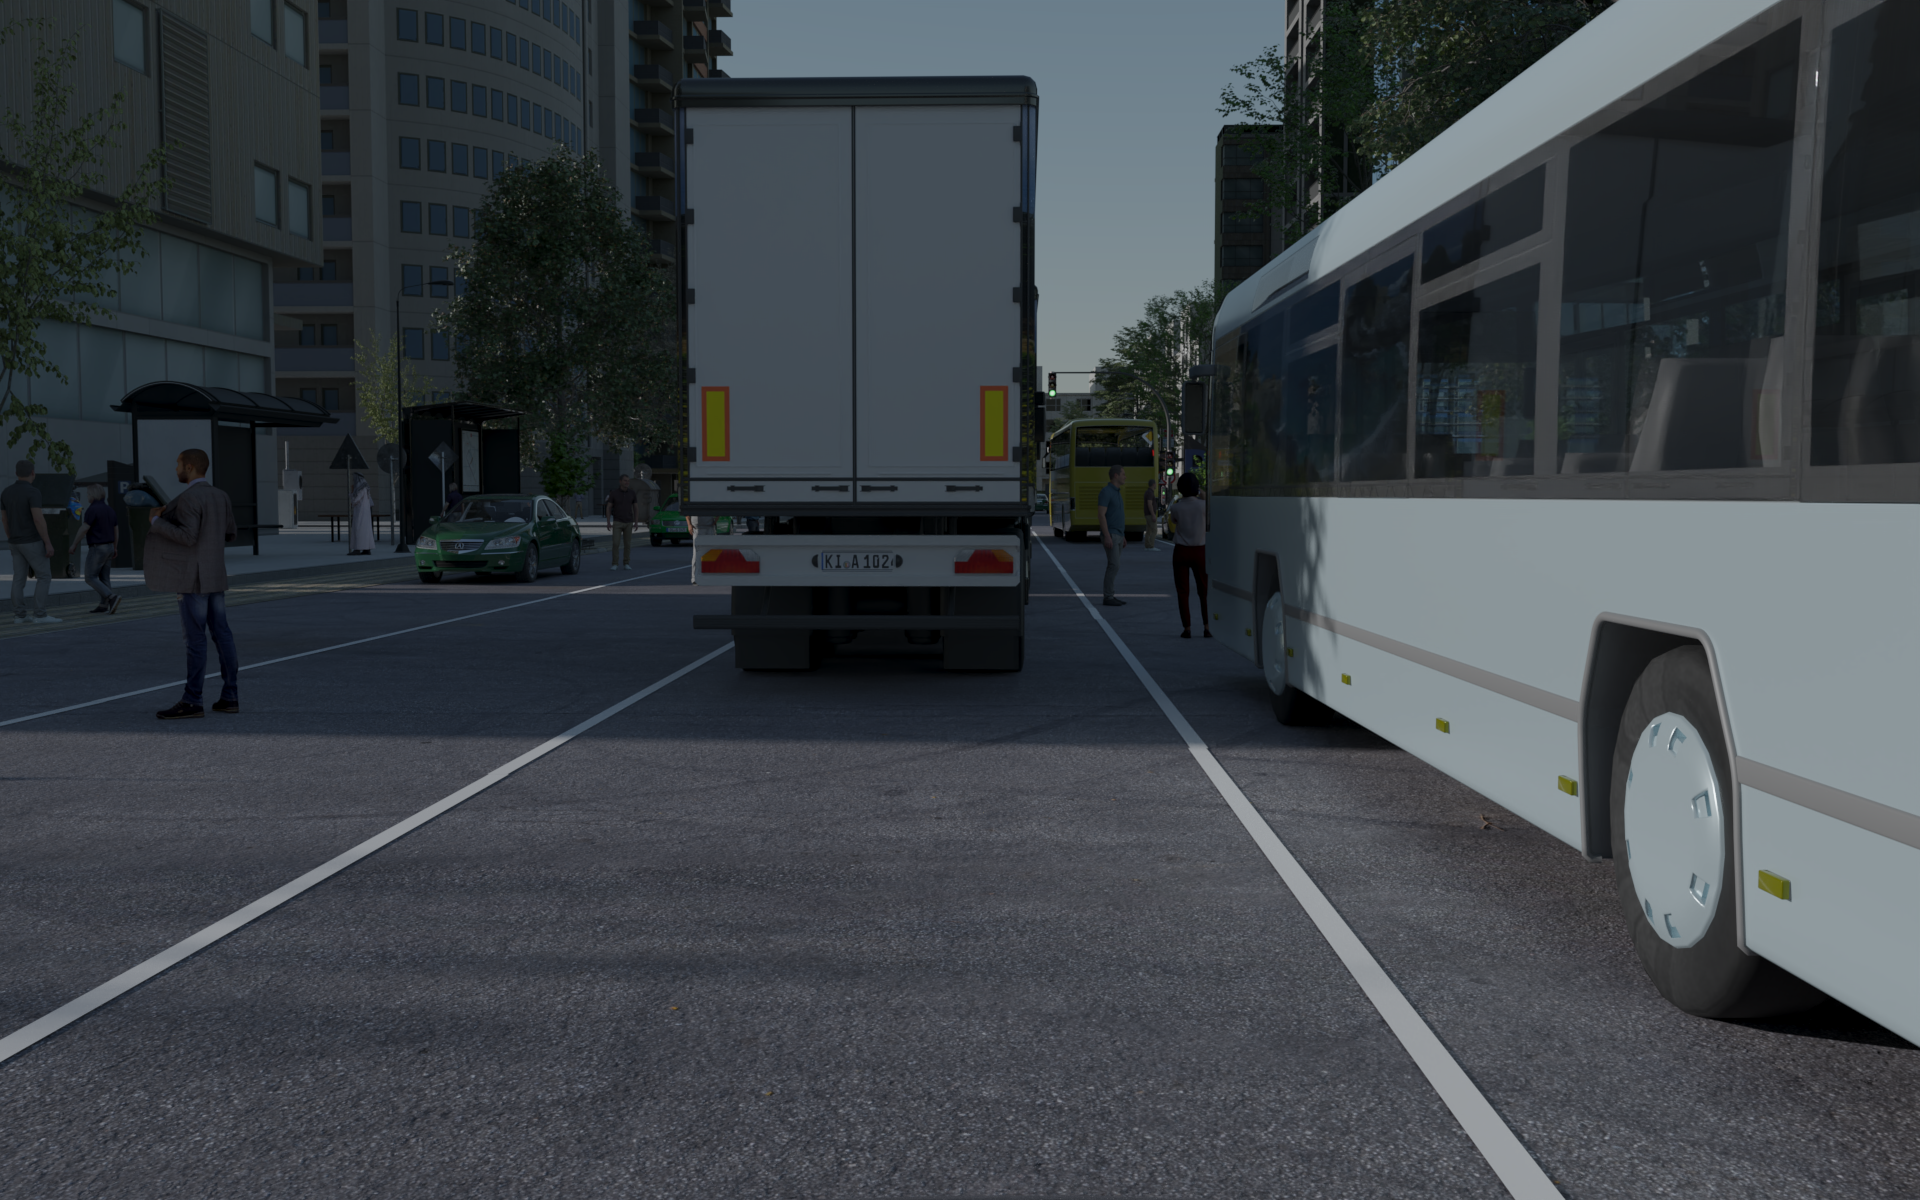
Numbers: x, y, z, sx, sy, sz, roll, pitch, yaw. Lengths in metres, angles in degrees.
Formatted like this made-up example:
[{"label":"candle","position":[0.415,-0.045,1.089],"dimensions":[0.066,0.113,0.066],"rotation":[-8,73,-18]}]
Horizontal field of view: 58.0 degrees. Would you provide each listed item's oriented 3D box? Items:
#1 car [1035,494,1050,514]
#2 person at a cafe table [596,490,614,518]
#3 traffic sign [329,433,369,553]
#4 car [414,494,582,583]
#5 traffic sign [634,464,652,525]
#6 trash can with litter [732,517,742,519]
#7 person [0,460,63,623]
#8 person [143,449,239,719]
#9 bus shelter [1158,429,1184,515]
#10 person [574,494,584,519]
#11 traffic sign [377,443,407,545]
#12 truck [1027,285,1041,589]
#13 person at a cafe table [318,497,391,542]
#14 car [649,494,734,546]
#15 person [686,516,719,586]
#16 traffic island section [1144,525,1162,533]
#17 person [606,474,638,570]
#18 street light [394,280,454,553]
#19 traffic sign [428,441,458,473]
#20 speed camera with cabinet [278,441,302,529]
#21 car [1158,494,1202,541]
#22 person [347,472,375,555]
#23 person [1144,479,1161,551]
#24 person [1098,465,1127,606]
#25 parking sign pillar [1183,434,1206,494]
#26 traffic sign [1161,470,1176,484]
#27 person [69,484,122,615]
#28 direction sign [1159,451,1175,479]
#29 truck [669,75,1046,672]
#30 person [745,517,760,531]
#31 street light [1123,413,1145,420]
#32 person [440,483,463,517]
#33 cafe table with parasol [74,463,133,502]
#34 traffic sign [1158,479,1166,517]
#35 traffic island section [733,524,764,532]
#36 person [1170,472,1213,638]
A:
[{"label":"car","position":[5.645,-6.987,126.037],"dimensions":[2.131,1.459,4.920],"rotation":[0,4,3]},{"label":"person at a cafe table","position":[-18.851,-5.229,94.003],"dimensions":[1.698,1.524,1.622],"rotation":[-1,4,-23]},{"label":"traffic sign","position":[-13.048,-2.262,36.989],"dimensions":[0.884,2.594,0.081],"rotation":[0,4,5]},{"label":"car","position":[-7.766,-1.081,29.476],"dimensions":[2.131,1.459,4.920],"rotation":[0,4,2]},{"label":"traffic sign","position":[-13.234,-4.412,72.242],"dimensions":[0.768,2.556,0.104],"rotation":[0,4,3]},{"label":"trash can with litter","position":[-11.700,-4.691,87.761],"dimensions":[2.233,1.210,1.678],"rotation":[2,4,30]},{"label":"person","position":[-10.289,-0.645,19.177],"dimensions":[0.598,1.807,0.434],"rotation":[2,4,30]},{"label":"person","position":[-4.962,-0.114,11.188],"dimensions":[0.431,1.722,0.655],"rotation":[1,4,12]},{"label":"bus shelter","position":[12.029,-7.734,104.082],"dimensions":[2.179,5.291,8.768],"rotation":[0,4,1]},{"label":"person","position":[-19.603,-4.951,89.055],"dimensions":[0.516,1.574,0.319],"rotation":[1,4,9]},{"label":"traffic sign","position":[-14.163,-2.633,43.162],"dimensions":[0.768,2.556,0.104],"rotation":[0,4,5]},{"label":"truck","position":[-0.013,-2.435,28.725],"dimensions":[2.839,4.237,11.283],"rotation":[0,4,2]},{"label":"person at a cafe table","position":[-16.240,-2.336,46.703],"dimensions":[1.698,1.524,1.622],"rotation":[0,4,-7]},{"label":"car","position":[-7.523,-2.442,48.725],"dimensions":[1.959,1.807,4.718],"rotation":[0,4,2]},{"label":"person","position":[-4.013,-1.130,27.117],"dimensions":[0.875,1.805,0.789],"rotation":[-3,5,-41]},{"label":"traffic island section","position":[7.764,-2.577,64.408],"dimensions":[2.009,0.180,2.903],"rotation":[0,4,1]},{"label":"person","position":[-6.370,-1.471,32.684],"dimensions":[0.598,1.807,0.434],"rotation":[-1,4,-11]},{"label":"street light","position":[-11.658,-3.985,37.699],"dimensions":[1.470,5.913,1.316],"rotation":[0,4,1]},{"label":"traffic sign","position":[-12.879,-2.657,43.179],"dimensions":[0.795,2.593,0.064],"rotation":[1,4,9]},{"label":"speed camera with cabinet","position":[-24.958,-4.290,64.482],"dimensions":[0.660,3.252,2.038],"rotation":[-1,4,-11]},{"label":"car","position":[7.265,-2.697,54.325],"dimensions":[2.015,1.641,3.980],"rotation":[0,4,3]},{"label":"person","position":[-12.603,-1.812,36.343],"dimensions":[0.621,1.740,0.551],"rotation":[-2,4,-31]},{"label":"person","position":[4.838,-2.138,43.590],"dimensions":[0.434,1.807,0.598],"rotation":[0,4,7]},{"label":"person","position":[1.999,-0.839,22.352],"dimensions":[0.434,1.807,0.598],"rotation":[2,4,35]},{"label":"parking sign pillar","position":[10.335,-5.295,75.046],"dimensions":[1.447,3.967,1.447],"rotation":[0,4,7]},{"label":"traffic sign","position":[10.768,-5.464,89.442],"dimensions":[0.768,2.556,0.104],"rotation":[1,4,10]},{"label":"person","position":[-10.186,-0.597,20.473],"dimensions":[0.471,1.553,0.569],"rotation":[3,5,45]},{"label":"direction sign","position":[10.827,-6.022,90.453],"dimensions":[0.876,3.537,0.379],"rotation":[-1,4,-16]},{"label":"truck","position":[-0.509,-1.734,17.269],"dimensions":[2.839,4.237,11.283],"rotation":[0,4,2]},{"label":"person","position":[-4.719,-1.776,39.757],"dimensions":[0.429,1.552,0.499],"rotation":[2,4,32]},{"label":"street light","position":[10.060,-7.783,99.789],"dimensions":[1.470,5.913,1.316],"rotation":[0,4,1]},{"label":"person","position":[-12.315,-2.070,42.098],"dimensions":[0.569,1.553,0.471],"rotation":[-2,4,-26]},{"label":"cafe table with parasol","position":[-18.089,-2.026,37.992],"dimensions":[2.610,1.966,2.610],"rotation":[0,4,-7]},{"label":"traffic sign","position":[11.335,-6.028,98.559],"dimensions":[0.884,2.594,0.081],"rotation":[0,4,2]},{"label":"traffic island section","position":[-9.308,-3.092,72.834],"dimensions":[2.009,0.180,2.903],"rotation":[0,4,1]},{"label":"person","position":[2.316,-0.450,17.317],"dimensions":[0.566,1.644,0.517],"rotation":[-3,5,-42]}]
